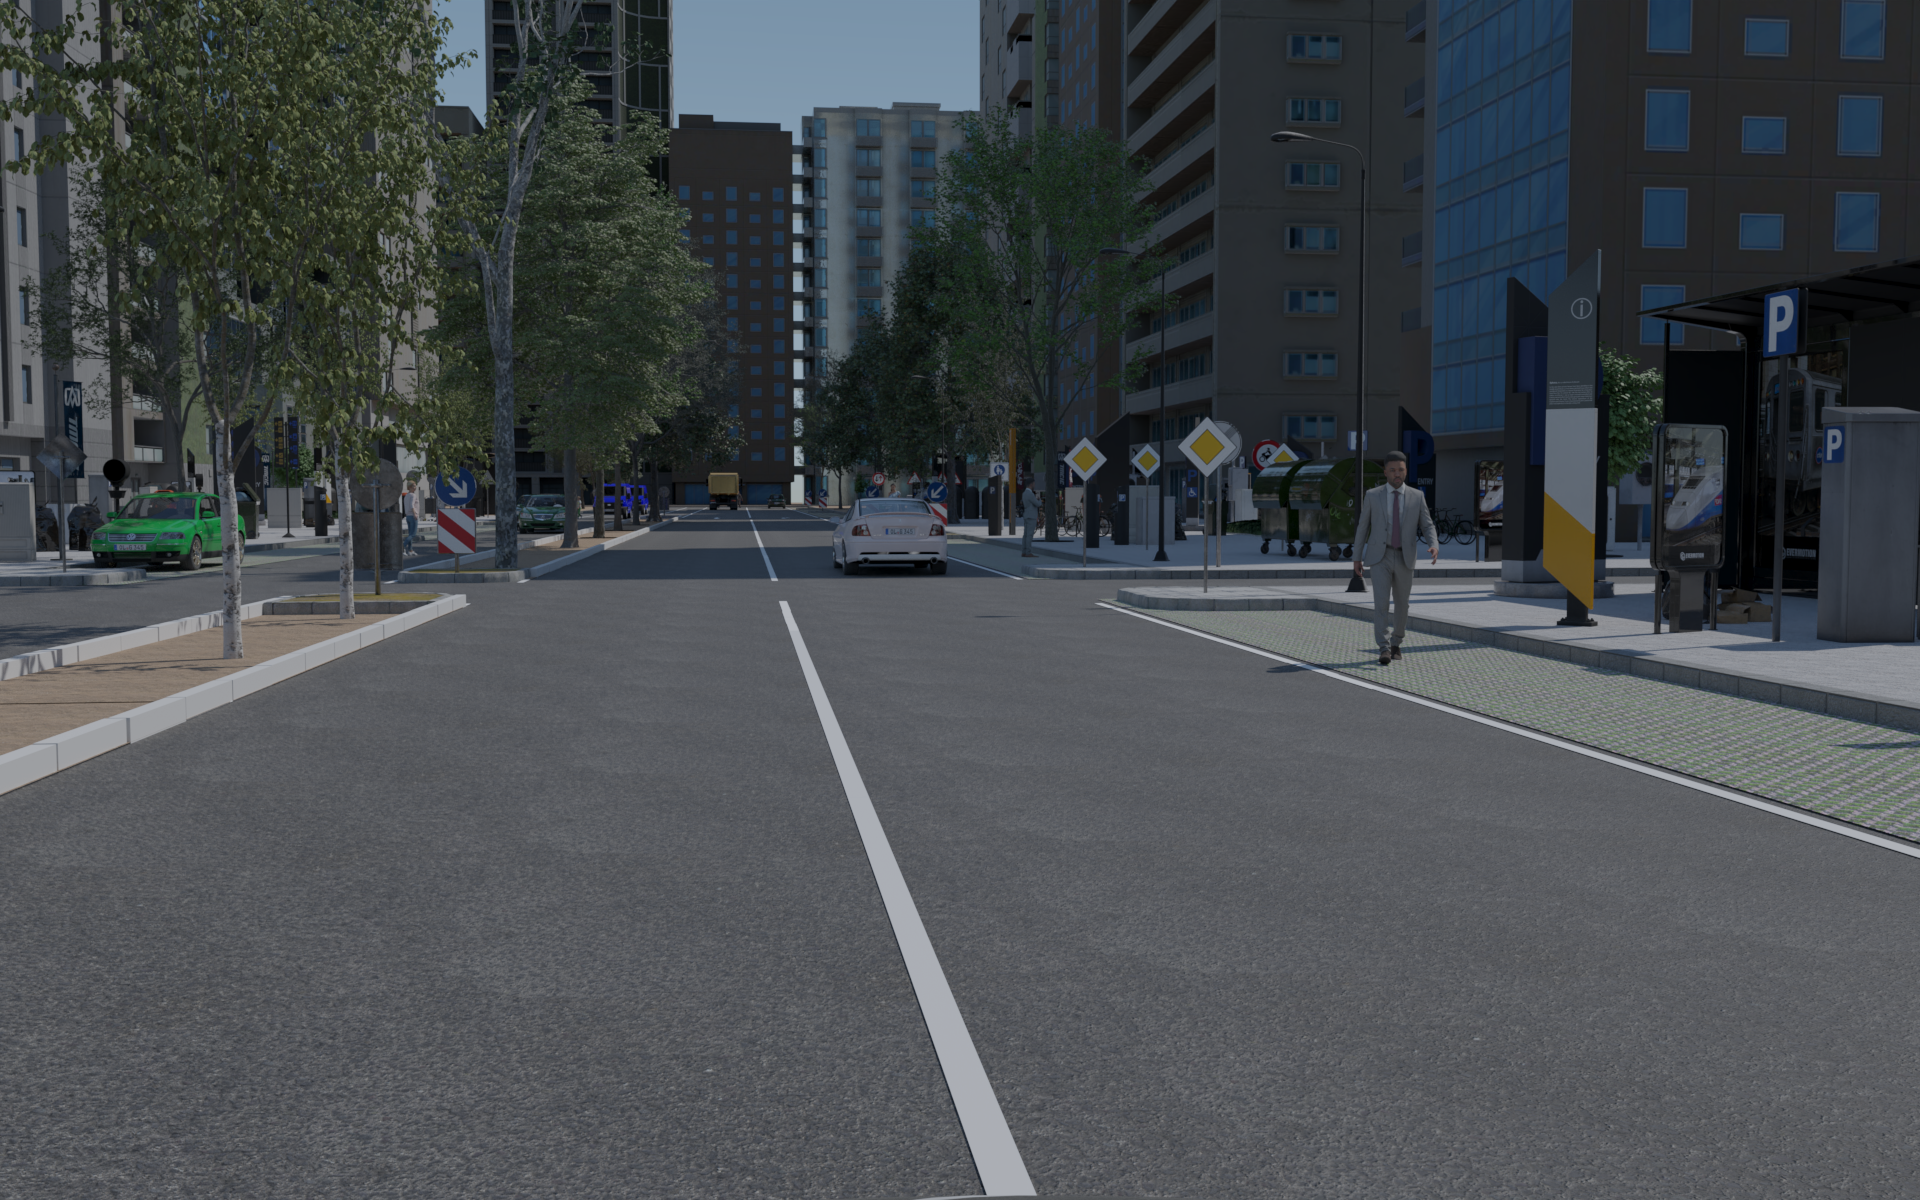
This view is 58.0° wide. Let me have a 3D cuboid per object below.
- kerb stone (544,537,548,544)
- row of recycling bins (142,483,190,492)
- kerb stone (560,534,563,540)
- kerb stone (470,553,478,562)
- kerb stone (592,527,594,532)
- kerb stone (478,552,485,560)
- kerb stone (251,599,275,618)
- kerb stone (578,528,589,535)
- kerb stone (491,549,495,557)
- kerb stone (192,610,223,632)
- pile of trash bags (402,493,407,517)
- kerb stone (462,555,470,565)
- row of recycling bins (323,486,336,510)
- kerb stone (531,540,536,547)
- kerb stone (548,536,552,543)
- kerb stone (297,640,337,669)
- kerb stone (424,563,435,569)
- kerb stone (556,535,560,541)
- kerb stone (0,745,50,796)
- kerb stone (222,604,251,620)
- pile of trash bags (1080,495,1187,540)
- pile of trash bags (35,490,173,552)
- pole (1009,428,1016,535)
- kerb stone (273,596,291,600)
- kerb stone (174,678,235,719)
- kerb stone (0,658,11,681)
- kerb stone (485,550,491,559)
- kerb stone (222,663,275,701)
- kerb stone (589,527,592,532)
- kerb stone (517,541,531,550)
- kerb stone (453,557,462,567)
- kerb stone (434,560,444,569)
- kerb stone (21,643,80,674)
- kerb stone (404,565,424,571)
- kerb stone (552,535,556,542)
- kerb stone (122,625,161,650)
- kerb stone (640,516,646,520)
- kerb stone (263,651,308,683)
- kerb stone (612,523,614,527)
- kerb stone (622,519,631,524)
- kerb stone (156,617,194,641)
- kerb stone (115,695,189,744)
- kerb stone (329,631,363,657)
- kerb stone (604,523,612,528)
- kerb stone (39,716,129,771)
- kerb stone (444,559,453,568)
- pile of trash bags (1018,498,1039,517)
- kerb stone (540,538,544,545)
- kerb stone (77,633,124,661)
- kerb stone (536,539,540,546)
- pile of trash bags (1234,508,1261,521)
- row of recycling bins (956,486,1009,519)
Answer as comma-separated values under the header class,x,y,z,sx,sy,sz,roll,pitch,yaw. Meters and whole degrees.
class,x,y,z,sx,sy,sz,roll,pitch,yaw
kerb stone,-11.920,-1.662,49.365,0.120,0.150,1.000,0,4,-7
row of recycling bins,-30.527,-3.627,66.409,1.069,1.692,3.534,-3,5,-44
kerb stone,-12.445,-1.911,53.435,0.120,0.150,1.000,0,4,-7
kerb stone,-10.256,-0.853,36.135,0.120,0.150,1.000,0,4,-7
kerb stone,-13.850,-2.591,64.617,0.120,0.150,1.000,0,4,-7
kerb stone,-10.384,-0.911,37.149,0.120,0.150,1.000,0,4,-7
kerb stone,-8.251,0.116,20.293,0.120,0.150,1.000,0,4,-7
kerb stone,-13.603,-2.470,62.581,0.120,0.150,1.000,0,4,-7
kerb stone,-10.636,-1.035,39.183,0.120,0.150,1.000,0,4,-7
kerb stone,-8.004,0.241,18.259,0.120,0.150,1.000,0,4,-7
pile of trash bags,-31.519,-5.361,97.404,1.912,1.369,3.447,0,4,-7
kerb stone,-10.126,-0.787,35.114,0.120,0.150,1.000,0,4,-7
row of recycling bins,-34.674,-5.357,94.694,1.069,1.692,3.534,-1,4,-22
kerb stone,-11.539,-1.475,46.309,0.120,0.150,1.000,0,4,-7
kerb stone,-12.056,-1.724,50.381,0.120,0.150,1.000,0,4,-7
kerb stone,-5.408,0.472,14.478,0.120,0.150,1.000,0,4,-7
kerb stone,-9.612,-0.538,31.030,0.120,0.150,1.000,0,4,-7
kerb stone,-12.310,-1.848,52.422,0.120,0.150,1.000,0,4,-7
kerb stone,-4.638,0.847,8.394,0.120,0.150,1.000,0,4,-7
kerb stone,-8.129,0.178,19.278,0.120,0.150,1.000,0,4,-7
pile of trash bags,4.716,-2.365,48.428,1.912,1.369,3.447,-3,5,-45
pile of trash bags,-19.639,-1.814,39.409,3.447,1.369,1.912,-1,4,-22
pole,1.632,-3.674,53.913,0.158,3.312,0.155,0,3,0
kerb stone,-8.386,0.054,21.306,0.120,0.150,1.000,0,4,-7
kerb stone,-5.014,0.658,11.437,0.120,0.150,1.000,0,4,-7
kerb stone,-7.362,0.561,13.172,0.120,0.150,1.000,0,4,-7
kerb stone,-10.520,-0.975,38.167,0.120,0.150,1.000,0,4,-7
kerb stone,-5.143,0.597,12.451,0.120,0.150,1.000,0,4,-7
kerb stone,-13.724,-2.532,63.597,0.120,0.150,1.000,0,4,-7
kerb stone,-11.417,-1.413,45.294,0.120,0.150,1.000,0,4,-7
kerb stone,-9.997,-0.724,34.088,0.120,0.150,1.000,0,4,-7
kerb stone,-9.741,-0.603,32.055,0.120,0.150,1.000,0,4,-7
kerb stone,-7.485,0.490,14.186,0.120,0.150,1.000,0,4,-7
kerb stone,-9.480,-0.476,30.002,0.120,0.150,1.000,0,4,-7
kerb stone,-12.184,-1.785,51.400,0.120,0.150,1.000,0,4,-7
kerb stone,-7.740,0.373,16.218,0.120,0.150,1.000,0,4,-7
kerb stone,-18.352,-4.773,100.235,0.120,0.150,1.000,0,4,-7
kerb stone,-5.278,0.534,13.464,0.120,0.150,1.000,0,4,-7
kerb stone,-15.139,-3.216,74.782,0.120,0.150,1.000,0,4,-7
kerb stone,-16.555,-3.901,85.970,0.120,0.150,1.000,0,4,-7
kerb stone,-7.869,0.303,17.243,0.120,0.150,1.000,0,4,-7
kerb stone,-4.881,0.720,10.424,0.120,0.150,1.000,0,4,-7
kerb stone,-5.538,0.412,15.491,0.120,0.150,1.000,0,4,-7
kerb stone,-15.014,-3.154,73.762,0.120,0.150,1.000,0,4,-7
kerb stone,-4.767,0.782,9.408,0.120,0.150,1.000,0,4,-7
kerb stone,-9.876,-0.665,33.069,0.120,0.150,1.000,0,4,-7
pile of trash bags,4.854,-5.327,96.841,3.447,1.369,1.912,1,4,14
kerb stone,-11.795,-1.596,48.342,0.120,0.150,1.000,0,4,-7
kerb stone,-7.606,0.430,15.202,0.120,0.150,1.000,0,4,-7
kerb stone,-11.674,-1.536,47.325,0.120,0.150,1.000,0,4,-7
pile of trash bags,10.891,-3.415,65.583,3.447,1.369,1.912,-1,4,-19
row of recycling bins,1.082,-5.001,88.875,3.534,1.692,1.069,0,4,2
